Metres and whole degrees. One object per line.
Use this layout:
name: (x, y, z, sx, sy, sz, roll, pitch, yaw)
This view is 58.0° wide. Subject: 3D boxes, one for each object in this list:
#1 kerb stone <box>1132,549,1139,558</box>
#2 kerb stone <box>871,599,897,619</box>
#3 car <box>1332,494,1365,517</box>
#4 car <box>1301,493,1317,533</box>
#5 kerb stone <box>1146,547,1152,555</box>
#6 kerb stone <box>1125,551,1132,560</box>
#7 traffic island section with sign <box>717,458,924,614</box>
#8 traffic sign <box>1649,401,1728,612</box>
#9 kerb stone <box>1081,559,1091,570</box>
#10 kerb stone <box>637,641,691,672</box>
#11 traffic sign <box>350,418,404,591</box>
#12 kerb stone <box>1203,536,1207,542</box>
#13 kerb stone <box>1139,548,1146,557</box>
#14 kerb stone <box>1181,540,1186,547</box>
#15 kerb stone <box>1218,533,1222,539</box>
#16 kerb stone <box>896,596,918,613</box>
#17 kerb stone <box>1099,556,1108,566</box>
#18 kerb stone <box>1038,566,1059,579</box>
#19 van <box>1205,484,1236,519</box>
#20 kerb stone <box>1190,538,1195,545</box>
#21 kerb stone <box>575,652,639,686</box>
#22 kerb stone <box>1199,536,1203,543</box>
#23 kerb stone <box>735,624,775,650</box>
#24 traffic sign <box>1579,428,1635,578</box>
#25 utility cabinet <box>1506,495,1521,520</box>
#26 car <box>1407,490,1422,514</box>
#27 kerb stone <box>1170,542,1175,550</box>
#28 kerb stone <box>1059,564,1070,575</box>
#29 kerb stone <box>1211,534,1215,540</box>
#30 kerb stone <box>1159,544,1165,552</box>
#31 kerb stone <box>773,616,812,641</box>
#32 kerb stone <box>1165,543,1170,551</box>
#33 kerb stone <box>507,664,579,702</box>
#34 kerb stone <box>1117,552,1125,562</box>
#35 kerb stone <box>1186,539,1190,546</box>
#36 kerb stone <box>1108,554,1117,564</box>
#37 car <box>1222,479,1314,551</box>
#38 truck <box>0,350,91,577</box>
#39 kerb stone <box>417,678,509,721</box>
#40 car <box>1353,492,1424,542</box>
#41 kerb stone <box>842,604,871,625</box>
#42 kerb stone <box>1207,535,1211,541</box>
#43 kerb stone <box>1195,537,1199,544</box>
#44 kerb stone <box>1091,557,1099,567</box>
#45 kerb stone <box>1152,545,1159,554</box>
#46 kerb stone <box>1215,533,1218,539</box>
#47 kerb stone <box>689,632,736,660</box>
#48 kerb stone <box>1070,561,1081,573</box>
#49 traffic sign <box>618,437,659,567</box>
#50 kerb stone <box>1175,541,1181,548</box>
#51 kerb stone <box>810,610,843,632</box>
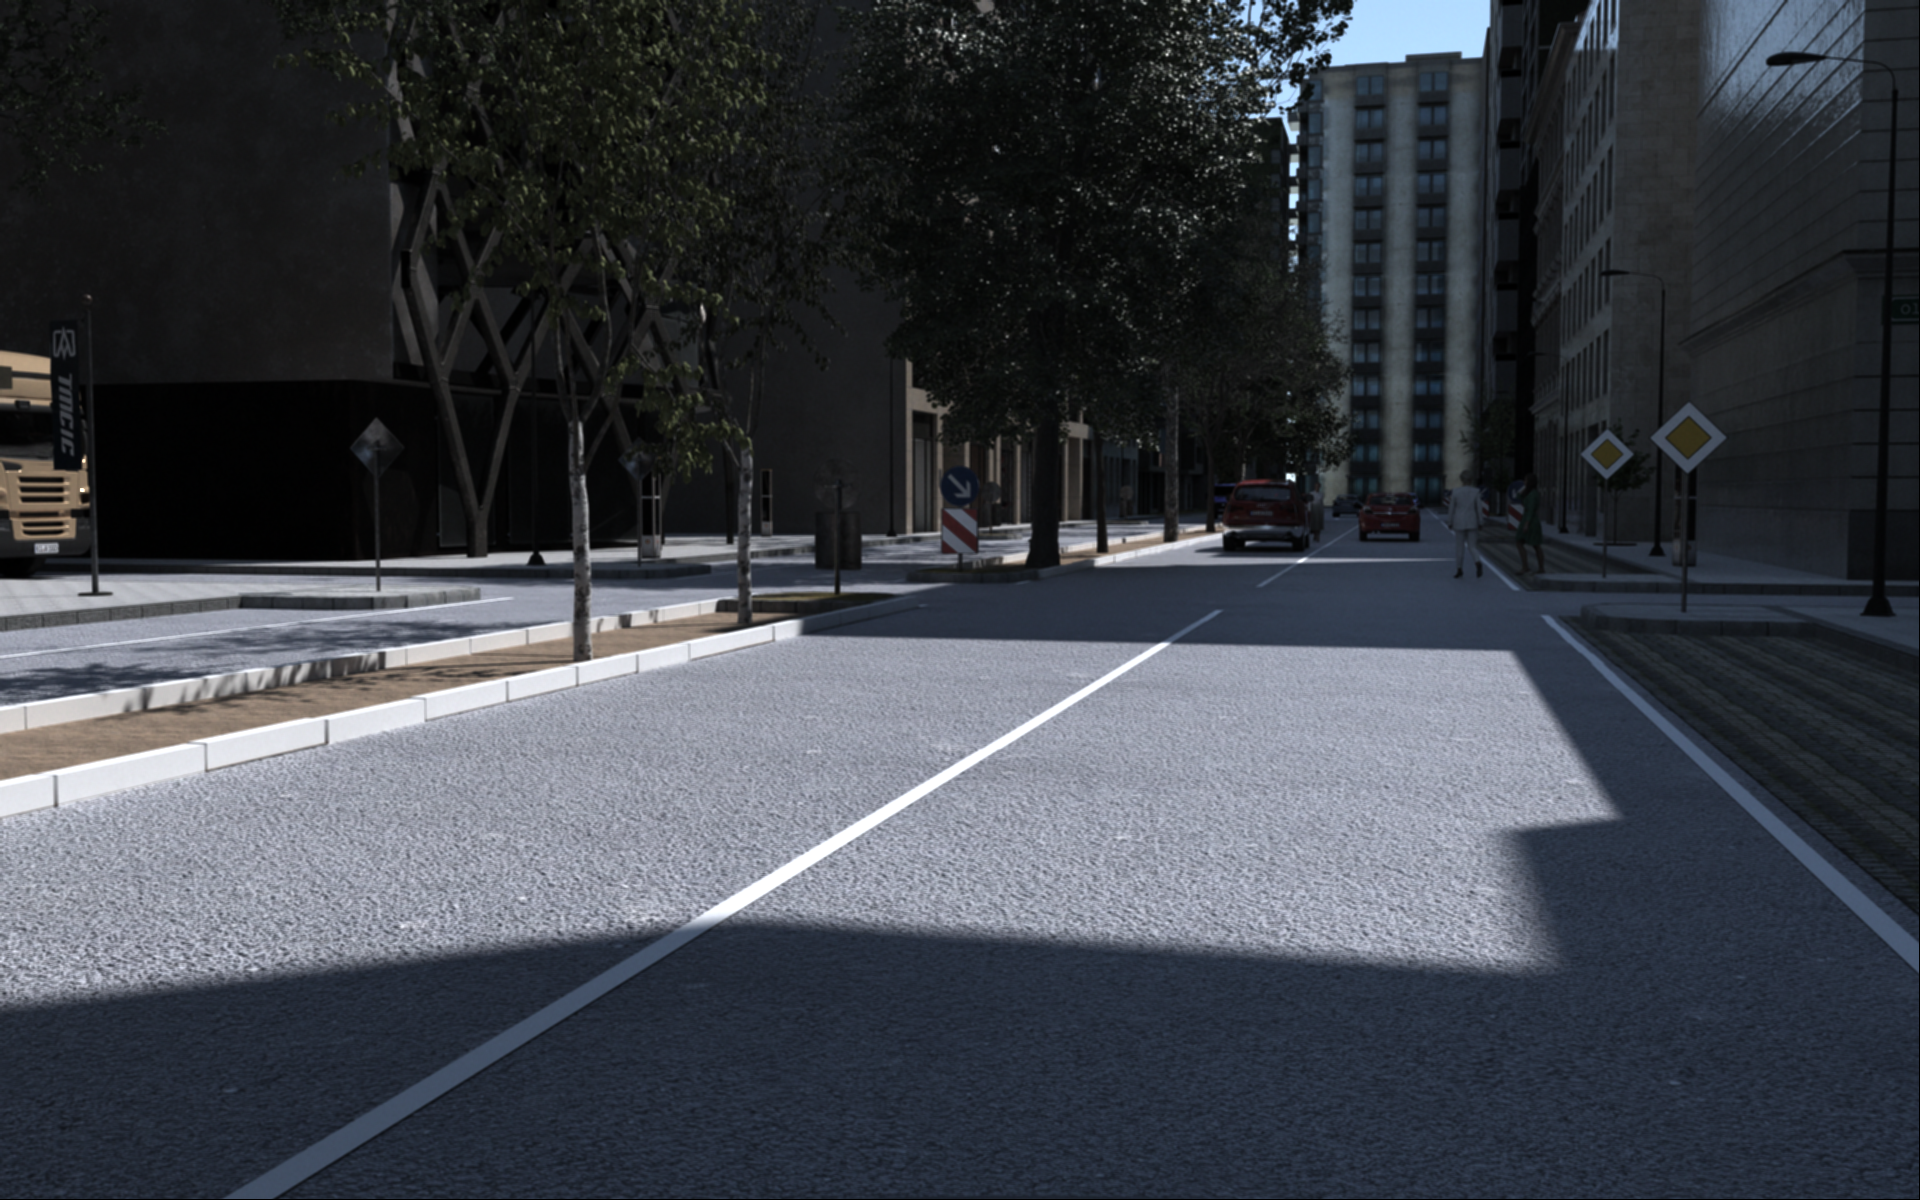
kerb stone: (3.817, -1.008, 38.725, 0.120, 0.150, 1.000, 1, 4, 15)
kerb stone: (-0.968, 0.116, 20.336, 0.120, 0.150, 1.000, 1, 4, 15)
car: (24.378, -5.916, 108.733, 2.014, 1.417, 4.499, 1, 4, 16)
car: (12.451, -3.400, 64.625, 2.155, 1.783, 4.494, 1, 4, 16)
kerb stone: (4.332, -1.129, 40.714, 0.120, 0.150, 1.000, 1, 4, 15)
kerb stone: (3.559, -0.950, 37.736, 0.120, 0.150, 1.000, 1, 4, 15)
traffic island section with sign: (-1.719, -0.820, 21.548, 2.006, 1.907, 1.989, 1, 4, 15)
traffic sign: (7.854, -0.923, 18.739, 0.795, 2.450, 0.064, 1, 4, 15)
kerb stone: (2.277, -0.647, 32.778, 0.120, 0.150, 1.000, 1, 4, 15)
kerb stone: (-2.513, 0.480, 14.394, 0.120, 0.150, 1.000, 1, 4, 15)
traffic sign: (-7.669, -1.171, 22.787, 0.795, 2.450, 0.064, 1, 4, 15)
kerb stone: (7.175, -1.799, 51.617, 0.120, 0.150, 1.000, 1, 4, 15)
kerb stone: (4.076, -1.072, 39.724, 0.120, 0.150, 1.000, 1, 4, 15)
kerb stone: (5.886, -1.495, 46.656, 0.120, 0.150, 1.000, 1, 4, 15)
kerb stone: (8.212, -2.040, 55.587, 0.120, 0.150, 1.000, 1, 4, 15)
kerb stone: (-0.713, 0.053, 21.325, 0.120, 0.150, 1.000, 1, 4, 15)
kerb stone: (2.785, -0.767, 34.763, 0.120, 0.150, 1.000, 1, 4, 15)
kerb stone: (1.495, -0.461, 29.795, 0.120, 0.150, 1.000, 1, 4, 15)
van: (15.380, -5.827, 99.658, 2.240, 2.365, 5.245, 1, 4, 14)
kerb stone: (6.405, -1.617, 48.633, 0.120, 0.150, 1.000, 1, 4, 15)
kerb stone: (-2.776, 0.538, 13.403, 0.120, 0.150, 1.000, 1, 4, 15)
kerb stone: (6.911, -1.737, 50.625, 0.120, 0.150, 1.000, 1, 4, 15)
kerb stone: (-2.005, 0.360, 16.377, 0.120, 0.150, 1.000, 1, 4, 15)
traffic sign: (9.866, -1.396, 26.468, 0.795, 2.450, 0.064, 1, 4, 15)
utility cabinet: (27.049, -4.477, 84.363, 1.020, 1.237, 0.306, -3, 4, -37)
car: (31.122, -6.784, 120.511, 1.945, 1.707, 3.694, 1, 4, 14)
kerb stone: (5.364, -1.375, 44.677, 0.120, 0.150, 1.000, 1, 4, 15)
kerb stone: (1.755, -0.526, 30.792, 0.120, 0.150, 1.000, 1, 4, 15)
kerb stone: (7.689, -1.921, 53.600, 0.120, 0.150, 1.000, 1, 4, 15)
kerb stone: (4.855, -1.254, 42.697, 0.120, 0.150, 1.000, 1, 4, 15)
kerb stone: (-1.738, 0.295, 17.365, 0.120, 0.150, 1.000, 1, 4, 15)
kerb stone: (5.111, -1.314, 43.687, 0.120, 0.150, 1.000, 1, 4, 15)
kerb stone: (-3.036, 0.601, 12.405, 0.120, 0.150, 1.000, 1, 4, 15)
kerb stone: (3.313, -0.887, 36.743, 0.120, 0.150, 1.000, 1, 4, 15)
kerb stone: (6.140, -1.557, 47.646, 0.120, 0.150, 1.000, 1, 4, 15)
kerb stone: (3.039, -0.830, 35.758, 0.120, 0.150, 1.000, 1, 4, 15)
car: (7.991, -2.218, 44.938, 2.281, 1.827, 5.304, 1, 4, 14)
truck: (-19.964, -2.510, 29.951, 11.283, 4.237, 2.839, 1, 4, 15)
kerb stone: (-3.295, 0.660, 11.406, 0.120, 0.150, 1.000, 1, 4, 15)
car: (13.351, -2.745, 53.924, 2.155, 1.783, 4.494, 1, 4, 13)
kerb stone: (-1.227, 0.174, 19.344, 0.120, 0.150, 1.000, 1, 4, 15)
kerb stone: (7.432, -1.855, 52.611, 0.120, 0.150, 1.000, 1, 4, 15)
kerb stone: (6.656, -1.674, 49.625, 0.120, 0.150, 1.000, 1, 4, 15)
kerb stone: (2.519, -0.708, 33.775, 0.120, 0.150, 1.000, 1, 4, 15)
kerb stone: (4.593, -1.193, 41.702, 0.120, 0.150, 1.000, 1, 4, 15)
kerb stone: (7.953, -1.978, 54.597, 0.120, 0.150, 1.000, 1, 4, 15)
kerb stone: (-2.254, 0.417, 15.383, 0.120, 0.150, 1.000, 1, 4, 15)
kerb stone: (2.018, -0.578, 31.789, 0.120, 0.150, 1.000, 1, 4, 15)
traffic sign: (-5.657, -1.644, 30.515, 0.795, 2.450, 0.064, 1, 4, 15)
kerb stone: (5.630, -1.434, 45.665, 0.120, 0.150, 1.000, 1, 4, 15)
kerb stone: (-1.488, 0.237, 18.356, 0.120, 0.150, 1.000, 1, 4, 15)
